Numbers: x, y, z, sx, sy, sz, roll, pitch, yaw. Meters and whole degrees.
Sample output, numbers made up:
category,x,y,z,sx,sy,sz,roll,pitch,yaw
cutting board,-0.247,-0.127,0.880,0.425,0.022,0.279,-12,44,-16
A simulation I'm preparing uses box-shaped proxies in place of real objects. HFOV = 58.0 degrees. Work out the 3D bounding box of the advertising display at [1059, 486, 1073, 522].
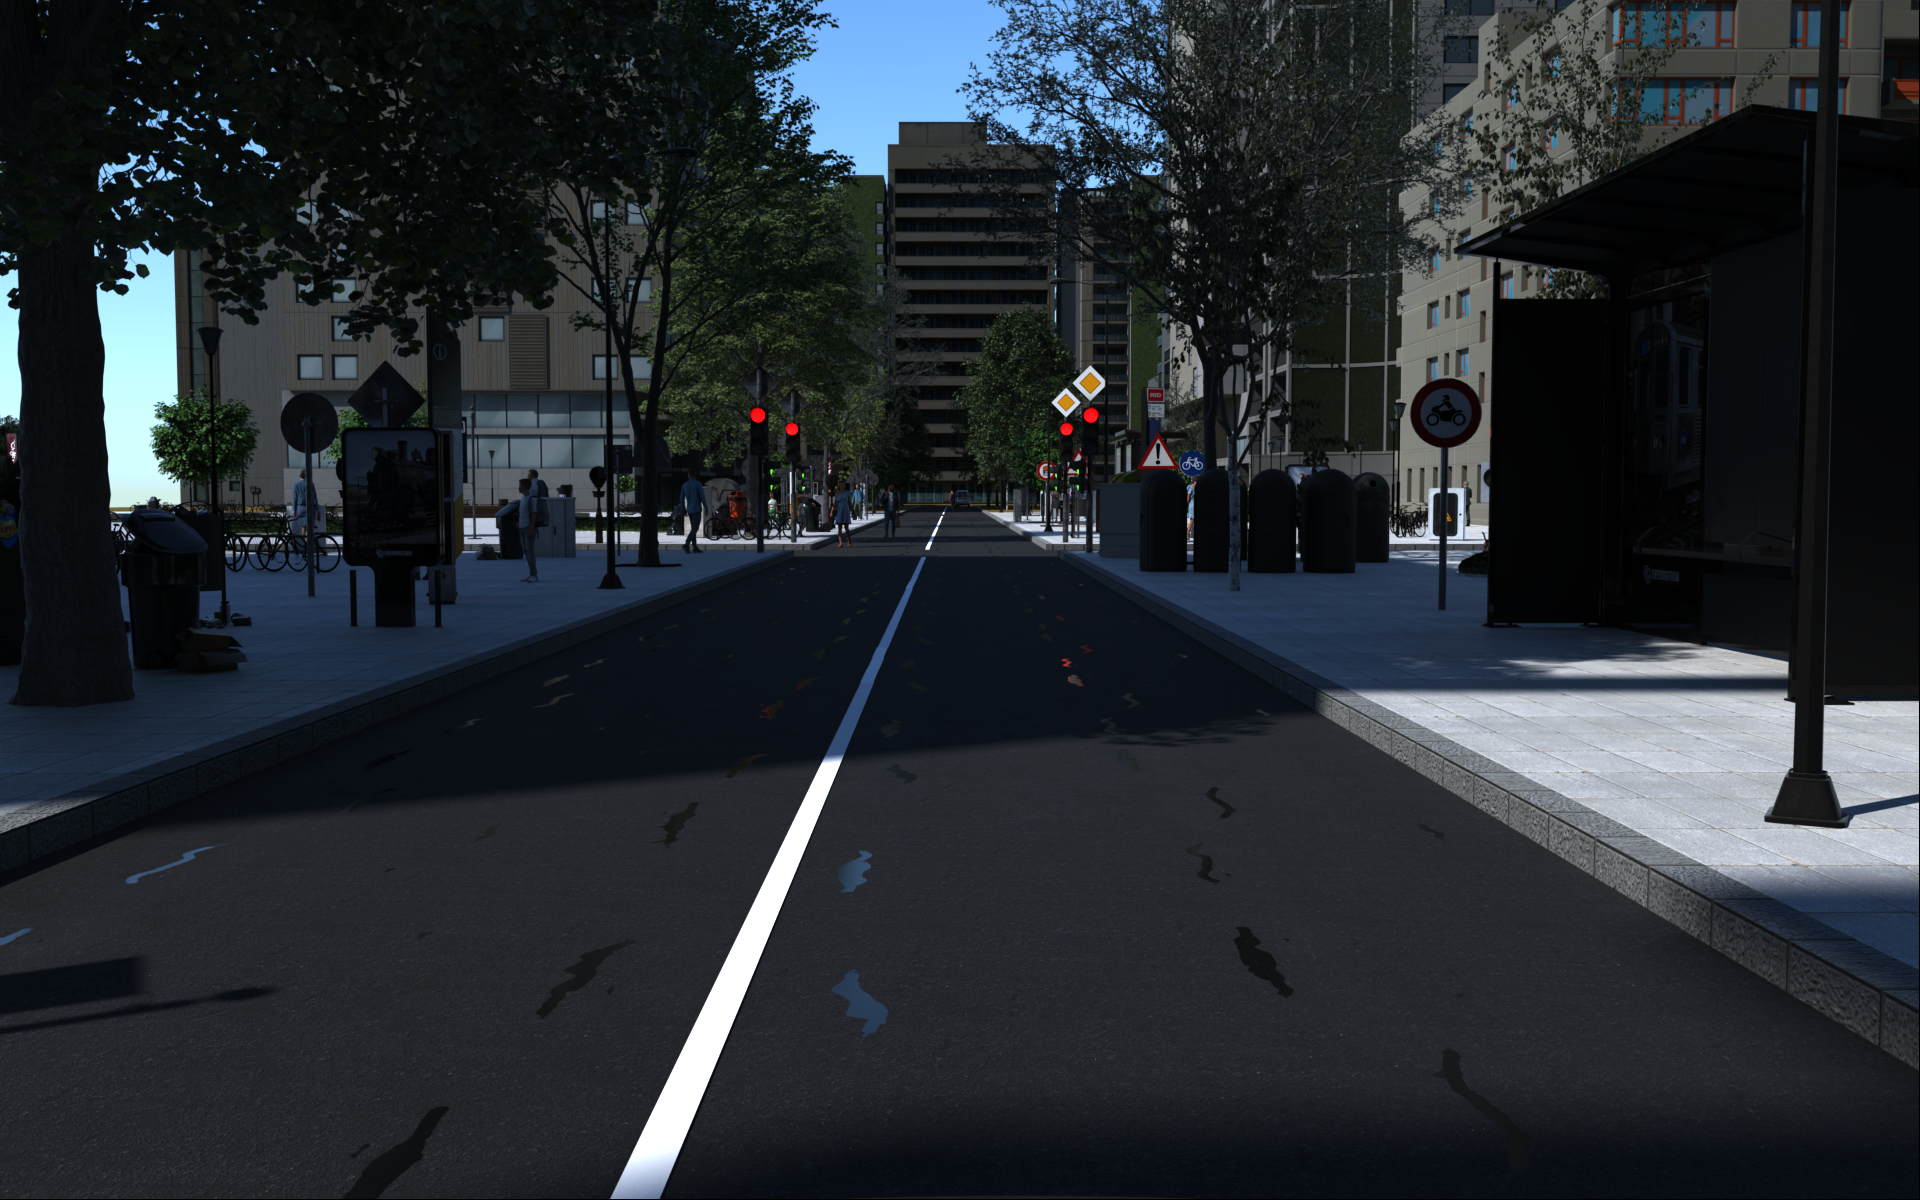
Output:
category,x,y,z,sx,sy,sz,roll,pitch,yaw
advertising display,4.854,-4.618,80.711,0.974,1.923,0.123,3,4,39

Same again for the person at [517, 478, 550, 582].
category,x,y,z,sx,sy,sz,roll,pitch,yaw
person,-6.299,-1.023,25.360,0.503,1.515,0.523,2,4,23

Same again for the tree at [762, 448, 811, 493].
category,x,y,z,sx,sy,sz,roll,pitch,yaw
tree,-11.372,-7.984,114.252,4.285,4.588,4.351,0,3,0

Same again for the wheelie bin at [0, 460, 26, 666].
category,x,y,z,sx,sy,sz,roll,pitch,yaw
wheelie bin,-7.137,-0.327,13.259,0.693,1.594,0.980,-2,4,-28

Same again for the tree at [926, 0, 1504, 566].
category,x,y,z,sx,sy,sz,roll,pitch,yaw
tree,4.544,-7.370,30.865,12.009,13.543,11.850,0,3,0

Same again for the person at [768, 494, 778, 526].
category,x,y,z,sx,sy,sz,roll,pitch,yaw
person,-7.376,-3.552,68.369,0.306,1.304,0.590,-2,4,-31

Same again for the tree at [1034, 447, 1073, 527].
category,x,y,z,sx,sy,sz,roll,pitch,yaw
tree,3.574,-4.513,68.391,1.663,3.219,1.824,0,3,0

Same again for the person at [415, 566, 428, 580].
category,x,y,z,sx,sy,sz,roll,pitch,yaw
person,-8.012,-0.947,25.800,0.394,1.301,0.425,2,4,24

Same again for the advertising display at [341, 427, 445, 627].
category,x,y,z,sx,sy,sz,roll,pitch,yaw
advertising display,-5.467,-0.704,16.721,0.974,1.923,0.123,0,4,6

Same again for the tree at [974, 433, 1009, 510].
category,x,y,z,sx,sy,sz,roll,pitch,yaw
tree,3.494,-11.370,136.263,4.360,8.622,3.978,0,3,0

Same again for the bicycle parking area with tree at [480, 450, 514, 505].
category,x,y,z,sx,sy,sz,roll,pitch,yaw
bicycle parking area with tree,-33.247,-7.826,114.954,8.231,4.147,9.016,2,4,29

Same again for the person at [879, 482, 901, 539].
category,x,y,z,sx,sy,sz,roll,pitch,yaw
person,-2.168,-2.852,55.109,0.794,1.824,0.713,0,4,5

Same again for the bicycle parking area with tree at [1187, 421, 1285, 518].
category,x,y,z,sx,sy,sz,roll,pitch,yaw
bicycle parking area with tree,14.323,-4.924,67.517,8.231,4.147,9.016,3,4,37

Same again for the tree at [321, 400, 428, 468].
category,x,y,z,sx,sy,sz,roll,pitch,yaw
tree,-17.297,-4.164,51.802,4.285,4.588,4.351,0,3,0

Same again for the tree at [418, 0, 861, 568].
category,x,y,z,sx,sy,sz,roll,pitch,yaw
tree,-5.566,-6.380,30.070,9.928,11.665,9.643,0,3,0

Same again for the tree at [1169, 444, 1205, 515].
category,x,y,z,sx,sy,sz,roll,pitch,yaw
tree,14.116,-7.523,106.716,4.285,4.588,4.351,0,3,0

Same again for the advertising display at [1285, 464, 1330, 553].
category,x,y,z,sx,sy,sz,roll,pitch,yaw
advertising display,7.518,-1.977,37.538,0.974,1.923,0.123,0,4,-7

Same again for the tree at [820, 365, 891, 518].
category,x,y,z,sx,sy,sz,roll,pitch,yaw
tree,-5.386,-8.633,91.509,4.737,8.622,4.395,0,3,0

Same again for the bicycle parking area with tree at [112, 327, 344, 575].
category,x,y,z,sx,sy,sz,roll,pitch,yaw
bicycle parking area with tree,-13.985,-2.481,27.564,9.016,4.147,8.231,2,4,35

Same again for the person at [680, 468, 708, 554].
category,x,y,z,sx,sy,sz,roll,pitch,yaw
person,-5.831,-1.934,37.521,0.638,1.841,0.748,3,4,39

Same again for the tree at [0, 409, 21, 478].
category,x,y,z,sx,sy,sz,roll,pitch,yaw
tree,-60.386,-8.625,103.918,11.467,7.101,20.602,-1,4,-16

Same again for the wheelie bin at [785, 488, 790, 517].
category,x,y,z,sx,sy,sz,roll,pitch,yaw
wheelie bin,-9.583,-5.420,96.522,0.980,1.594,0.693,2,4,29

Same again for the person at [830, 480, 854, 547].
category,x,y,z,sx,sy,sz,roll,pitch,yaw
person,-3.177,-2.330,46.685,0.616,1.811,0.778,1,4,15

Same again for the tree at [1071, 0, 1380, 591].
category,x,y,z,sx,sy,sz,roll,pitch,yaw
tree,3.573,-4.413,22.512,4.360,8.622,3.978,0,3,0

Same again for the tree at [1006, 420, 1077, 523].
category,x,y,z,sx,sy,sz,roll,pitch,yaw
tree,3.641,-5.709,77.056,4.285,4.588,4.351,0,3,0

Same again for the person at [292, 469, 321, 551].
category,x,y,z,sx,sy,sz,roll,pitch,yaw
person,-14.074,-1.904,37.197,0.581,1.822,0.654,0,4,4

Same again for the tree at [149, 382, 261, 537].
category,x,y,z,sx,sy,sz,roll,pitch,yaw
tree,-22.318,-4.124,51.142,4.285,4.588,4.351,0,3,0

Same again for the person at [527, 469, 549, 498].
category,x,y,z,sx,sy,sz,roll,pitch,yaw
person,-9.382,-1.979,38.506,0.850,1.850,0.679,2,4,26

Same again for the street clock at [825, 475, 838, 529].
category,x,y,z,sx,sy,sz,roll,pitch,yaw
street clock,-4.765,-3.656,64.343,0.358,2.002,0.471,3,4,37

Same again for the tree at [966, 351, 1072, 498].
category,x,y,z,sx,sy,sz,roll,pitch,yaw
tree,3.977,-11.939,113.329,7.486,12.596,7.792,0,3,0

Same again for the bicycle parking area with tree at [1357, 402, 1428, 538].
category,x,y,z,sx,sy,sz,roll,pitch,yaw
bicycle parking area with tree,16.121,-4.048,53.187,8.231,4.147,9.016,3,5,44

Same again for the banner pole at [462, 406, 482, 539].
category,x,y,z,sx,sy,sz,roll,pitch,yaw
banner pole,-14.066,-3.621,49.226,0.863,3.779,0.401,-1,4,-18

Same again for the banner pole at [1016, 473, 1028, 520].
category,x,y,z,sx,sy,sz,roll,pitch,yaw
banner pole,3.082,-5.772,84.381,0.863,3.779,0.401,-2,4,-25

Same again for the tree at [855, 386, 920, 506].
category,x,y,z,sx,sy,sz,roll,pitch,yaw
tree,-6.491,-16.322,183.865,9.611,12.733,9.660,0,3,0

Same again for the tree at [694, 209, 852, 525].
category,x,y,z,sx,sy,sz,roll,pitch,yaw
tree,-5.607,-9.912,72.437,12.009,13.543,11.850,0,3,0

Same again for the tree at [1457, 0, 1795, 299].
category,x,y,z,sx,sy,sz,roll,pitch,yaw
tree,8.664,-4.454,23.187,4.360,8.622,3.978,0,3,0

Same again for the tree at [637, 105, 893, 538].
category,x,y,z,sx,sy,sz,roll,pitch,yaw
tree,-5.717,-8.121,50.898,7.486,12.596,7.792,0,3,0

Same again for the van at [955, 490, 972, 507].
category,x,y,z,sx,sy,sz,roll,pitch,yaw
van,0.271,-11.201,190.153,2.013,2.044,4.112,0,4,1

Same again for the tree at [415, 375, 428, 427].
category,x,y,z,sx,sy,sz,roll,pitch,yaw
tree,-32.646,-9.579,106.978,4.737,8.622,4.395,0,3,0

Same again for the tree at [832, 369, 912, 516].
category,x,y,z,sx,sy,sz,roll,pitch,yaw
tree,-5.272,-9.138,99.776,4.360,8.622,3.978,0,3,0

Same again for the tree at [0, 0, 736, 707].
category,x,y,z,sx,sy,sz,roll,pitch,yaw
tree,-5.389,-6.342,10.352,9.857,13.997,8.962,0,3,0

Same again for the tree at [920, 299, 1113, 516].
category,x,y,z,sx,sy,sz,roll,pitch,yaw
tree,3.875,-11.326,102.180,9.611,12.733,9.660,0,3,0

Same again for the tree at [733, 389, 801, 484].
category,x,y,z,sx,sy,sz,roll,pitch,yaw
tree,-11.657,-9.266,101.854,4.360,8.622,3.978,0,3,0

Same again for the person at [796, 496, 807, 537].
category,x,y,z,sx,sy,sz,roll,pitch,yaw
person,-4.766,-2.471,51.457,0.382,1.210,0.505,-2,4,-26

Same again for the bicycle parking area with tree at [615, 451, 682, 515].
category,x,y,z,sx,sy,sz,roll,pitch,yaw
bicycle parking area with tree,-18.065,-7.605,111.345,9.016,4.147,8.231,0,4,-2

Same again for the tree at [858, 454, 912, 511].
category,x,y,z,sx,sy,sz,roll,pitch,yaw
tree,-6.486,-9.282,135.466,4.285,4.588,4.351,0,3,0

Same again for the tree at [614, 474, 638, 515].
category,x,y,z,sx,sy,sz,roll,pitch,yaw
tree,-20.506,-6.771,105.304,1.663,3.219,1.824,0,3,0

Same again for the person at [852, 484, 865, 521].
category,x,y,z,sx,sy,sz,roll,pitch,yaw
person,-4.866,-4.705,83.319,0.601,1.785,0.444,2,4,28
